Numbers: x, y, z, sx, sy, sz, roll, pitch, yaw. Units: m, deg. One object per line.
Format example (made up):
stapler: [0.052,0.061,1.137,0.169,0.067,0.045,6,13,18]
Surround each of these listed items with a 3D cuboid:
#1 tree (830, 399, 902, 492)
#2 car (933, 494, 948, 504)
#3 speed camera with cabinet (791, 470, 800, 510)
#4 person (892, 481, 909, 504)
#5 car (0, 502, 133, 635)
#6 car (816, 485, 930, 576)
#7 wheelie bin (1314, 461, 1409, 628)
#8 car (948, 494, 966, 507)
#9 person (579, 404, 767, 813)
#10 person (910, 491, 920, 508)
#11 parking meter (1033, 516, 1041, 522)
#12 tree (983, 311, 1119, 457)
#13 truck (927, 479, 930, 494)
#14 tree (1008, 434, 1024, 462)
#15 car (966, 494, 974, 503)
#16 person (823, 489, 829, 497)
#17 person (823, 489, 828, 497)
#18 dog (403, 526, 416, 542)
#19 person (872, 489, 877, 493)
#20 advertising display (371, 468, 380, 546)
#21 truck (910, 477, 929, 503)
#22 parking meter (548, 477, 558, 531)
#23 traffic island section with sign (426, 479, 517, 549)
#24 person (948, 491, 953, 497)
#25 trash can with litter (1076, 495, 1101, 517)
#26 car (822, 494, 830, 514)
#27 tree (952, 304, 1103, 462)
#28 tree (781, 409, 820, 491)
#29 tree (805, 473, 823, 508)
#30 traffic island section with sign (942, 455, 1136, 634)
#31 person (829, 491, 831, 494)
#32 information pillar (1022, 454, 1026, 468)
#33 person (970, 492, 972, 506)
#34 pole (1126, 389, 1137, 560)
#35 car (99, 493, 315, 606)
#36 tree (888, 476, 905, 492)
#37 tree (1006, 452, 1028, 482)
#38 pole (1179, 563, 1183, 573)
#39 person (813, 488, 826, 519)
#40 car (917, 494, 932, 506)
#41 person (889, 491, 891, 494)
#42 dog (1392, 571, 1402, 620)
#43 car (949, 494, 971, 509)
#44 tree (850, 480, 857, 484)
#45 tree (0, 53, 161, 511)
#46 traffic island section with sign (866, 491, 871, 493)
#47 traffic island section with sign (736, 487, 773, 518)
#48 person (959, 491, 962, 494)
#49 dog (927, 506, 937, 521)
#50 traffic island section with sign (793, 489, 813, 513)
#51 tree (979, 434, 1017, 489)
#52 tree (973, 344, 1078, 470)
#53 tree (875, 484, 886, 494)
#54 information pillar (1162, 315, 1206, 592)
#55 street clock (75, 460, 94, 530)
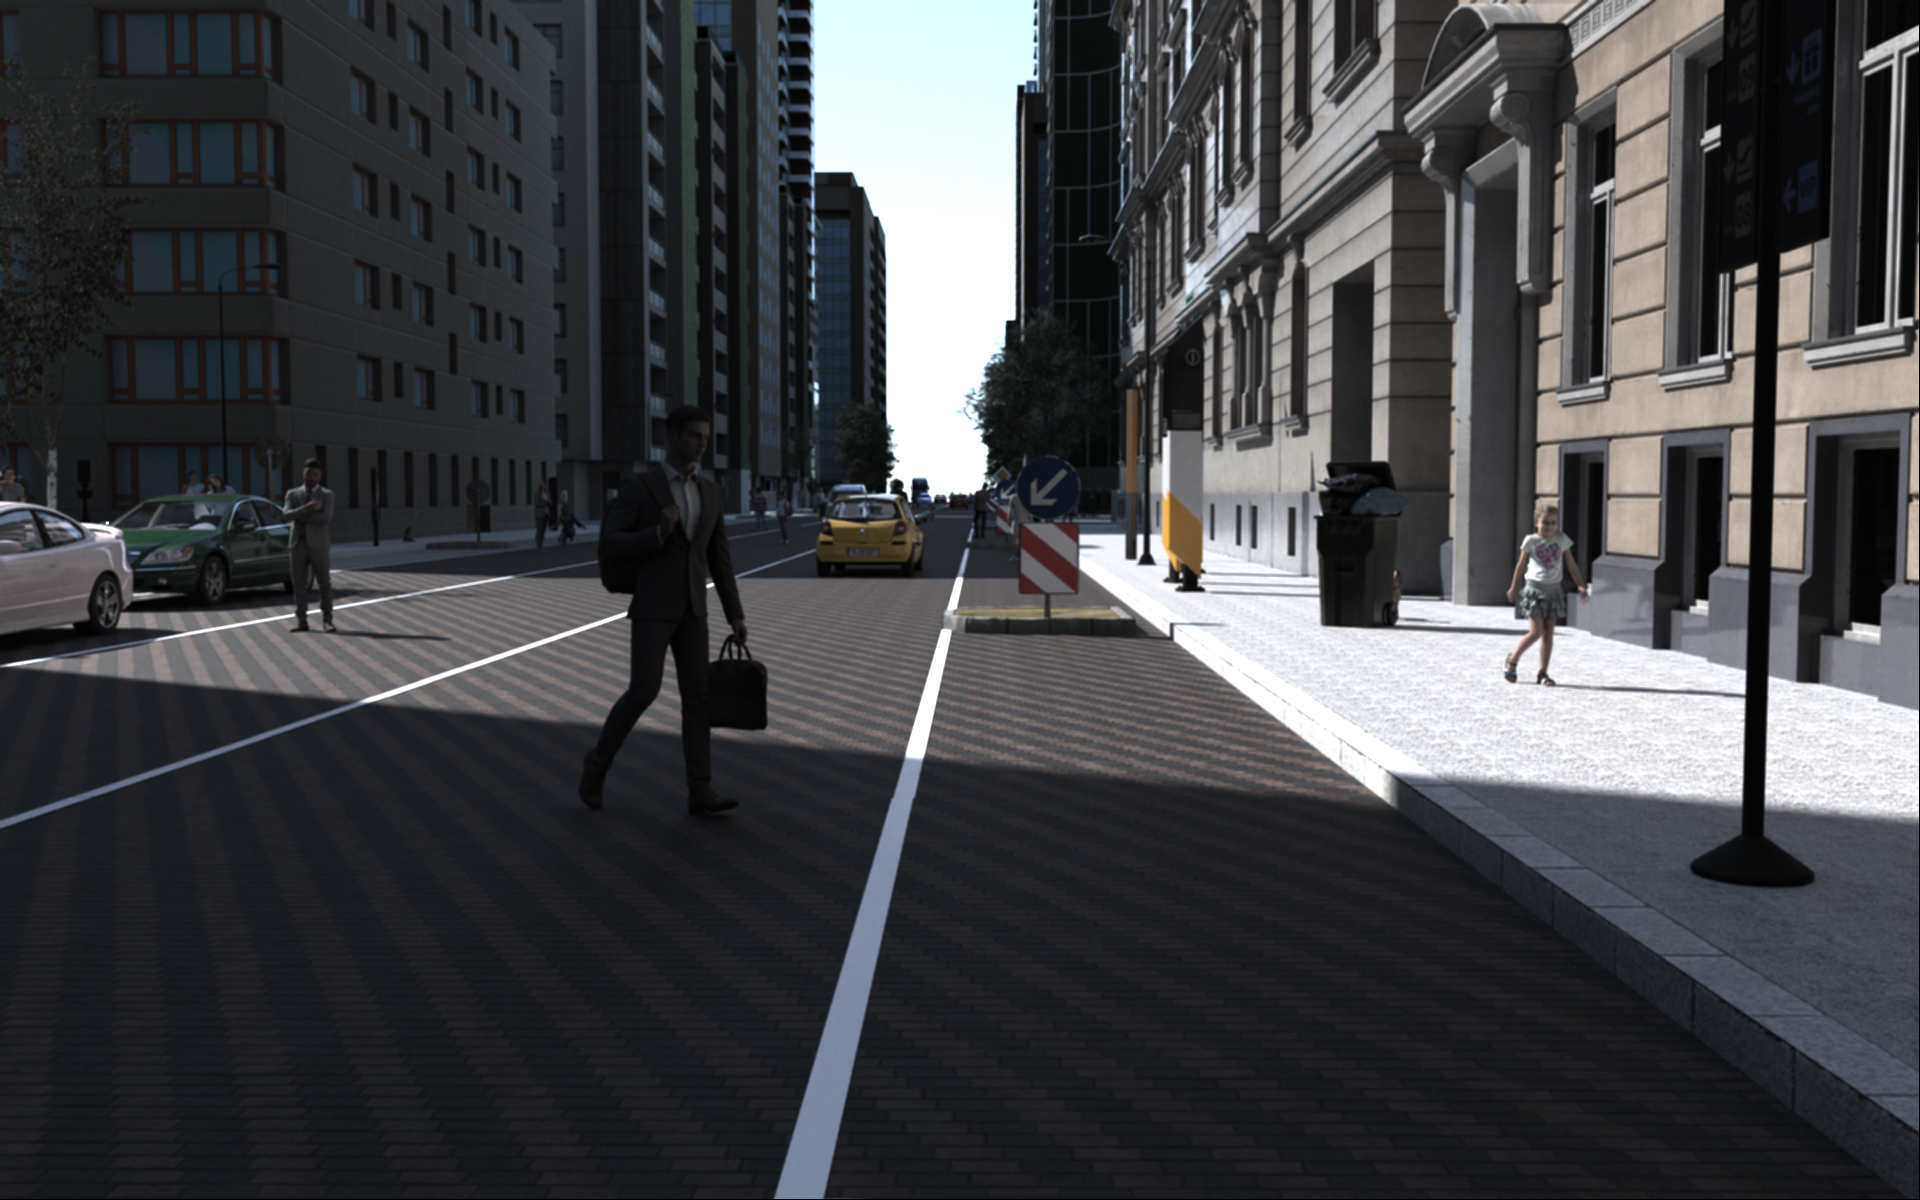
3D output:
tree: [-12.420,-19.826,230.802,9.857,13.997,8.962,0,3,0]
car: [-2.838,-14.803,251.067,2.155,1.783,4.494,0,4,2]
speed camera with cabinet: [-13.439,-8.982,141.184,0.660,3.252,2.038,-1,4,-10]
person: [-1.923,-2.793,53.946,0.659,1.850,0.755,0,4,-4]
car: [-9.590,-0.241,16.308,2.083,1.381,4.827,0,4,-1]
car: [-1.594,-1.310,31.635,2.015,1.641,3.980,0,4,2]
wheelie bin: [3.878,-0.545,16.822,0.980,1.594,0.693,3,4,37]
car: [-0.254,-11.141,191.196,2.155,1.783,4.494,0,4,-1]
person: [-1.308,0.040,7.815,0.822,1.834,0.622,3,4,38]
person: [-4.510,-10.080,173.853,0.990,1.755,0.434,0,4,-1]
parking meter: [3.535,-4.360,79.691,0.372,1.533,0.369,0,3,0]
tree: [4.883,-9.359,87.439,8.767,10.594,7.601,3,5,44]
truck: [-6.671,-19.136,302.638,2.967,4.110,18.799,0,4,0]
tree: [5.970,-12.628,156.823,4.737,8.622,4.395,0,3,0]
car: [1.378,-14.920,253.526,1.945,1.707,3.694,0,4,1]
person: [-13.309,-10.041,170.927,1.217,1.735,0.721,1,4,15]
person: [-13.526,-10.290,174.293,0.705,1.822,1.348,-2,4,-25]
dog: [-14.848,-1.782,46.879,0.550,0.427,0.748,1,4,18]
person: [-6.316,-7.340,128.611,0.850,1.850,0.679,3,5,44]
advertising display: [-14.486,-2.308,42.947,0.123,1.923,0.974,-1,4,-14]
truck: [-6.440,-17.734,279.712,2.967,4.110,18.799,0,4,0]
parking meter: [-14.218,-3.351,60.494,0.255,1.863,0.399,-2,4,-24]
traffic island section with sign: [-12.786,-2.261,45.593,1.989,1.847,2.006,0,4,1]
person: [-0.995,-11.891,203.014,0.705,1.812,1.348,-3,5,-42]
trash can with litter: [7.249,-5.238,96.704,1.678,1.210,2.233,-1,4,-23]
car: [-7.959,-6.174,112.735,2.131,1.459,4.920,0,4,2]
tree: [4.635,-12.305,111.559,12.009,13.543,11.850,0,3,0]
tree: [-14.062,-12.104,148.268,4.360,8.622,3.978,0,3,0]
tree: [-13.365,-10.035,158.670,1.663,3.219,1.824,0,3,0]
traffic island section with sign: [0.813,-0.611,18.623,1.989,1.847,2.006,0,4,1]
person: [-17.072,-13.426,226.338,0.721,1.735,1.217,2,4,34]
information pillar: [3.683,-6.661,100.264,0.183,3.616,0.504,1,4,20]
person: [1.348,-12.027,205.856,0.721,1.736,1.217,1,4,9]
pole: [3.354,-2.447,33.850,0.158,3.312,0.155,0,3,0]
car: [-10.389,-0.726,23.670,2.131,1.459,4.920,0,4,2]
tree: [-11.596,-20.178,313.618,4.285,4.588,4.351,0,3,0]
tree: [4.777,-9.073,132.057,4.285,4.588,4.351,0,3,0]
pole: [3.566,-2.106,28.278,0.158,3.312,0.155,0,3,0]
person: [-8.013,-5.498,98.879,0.782,1.767,0.515,-2,4,-27]
car: [-4.337,-12.463,213.365,1.945,1.707,3.694,0,4,2]
person: [-8.022,-11.742,200.486,1.348,1.824,0.705,-3,4,-38]
dog: [4.424,-0.059,17.792,0.406,0.507,0.540,-2,4,-35]
car: [-0.024,-9.966,171.989,2.155,1.783,4.494,0,4,2]
tree: [-12.807,-13.212,210.616,1.663,3.219,1.824,0,3,0]
tree: [-15.376,-4.798,28.811,4.360,8.622,3.978,0,3,0]
traffic island section with sign: [-10.803,-12.076,206.073,1.989,1.847,2.006,0,4,1]
traffic island section with sign: [-12.088,-5.709,101.970,1.989,1.847,2.006,0,4,1]
person: [0.028,-12.197,207.792,0.709,1.838,0.599,-1,4,-16]
dog: [-1.645,-4.589,91.865,0.800,0.831,0.513,1,4,8]
traffic island section with sign: [-11.759,-7.358,128.923,1.989,1.847,2.006,0,4,1]
tree: [7.132,-19.713,239.312,9.611,12.733,9.660,0,3,0]
tree: [5.642,-14.556,144.646,9.857,13.997,8.962,0,3,0]
tree: [-12.018,-16.509,264.521,1.663,3.219,1.824,0,3,0]
information pillar: [2.957,-1.917,22.697,0.504,3.616,0.183,-1,4,-20]
street clock: [-18.528,-1.964,36.677,0.358,2.002,0.471,-2,4,-25]
